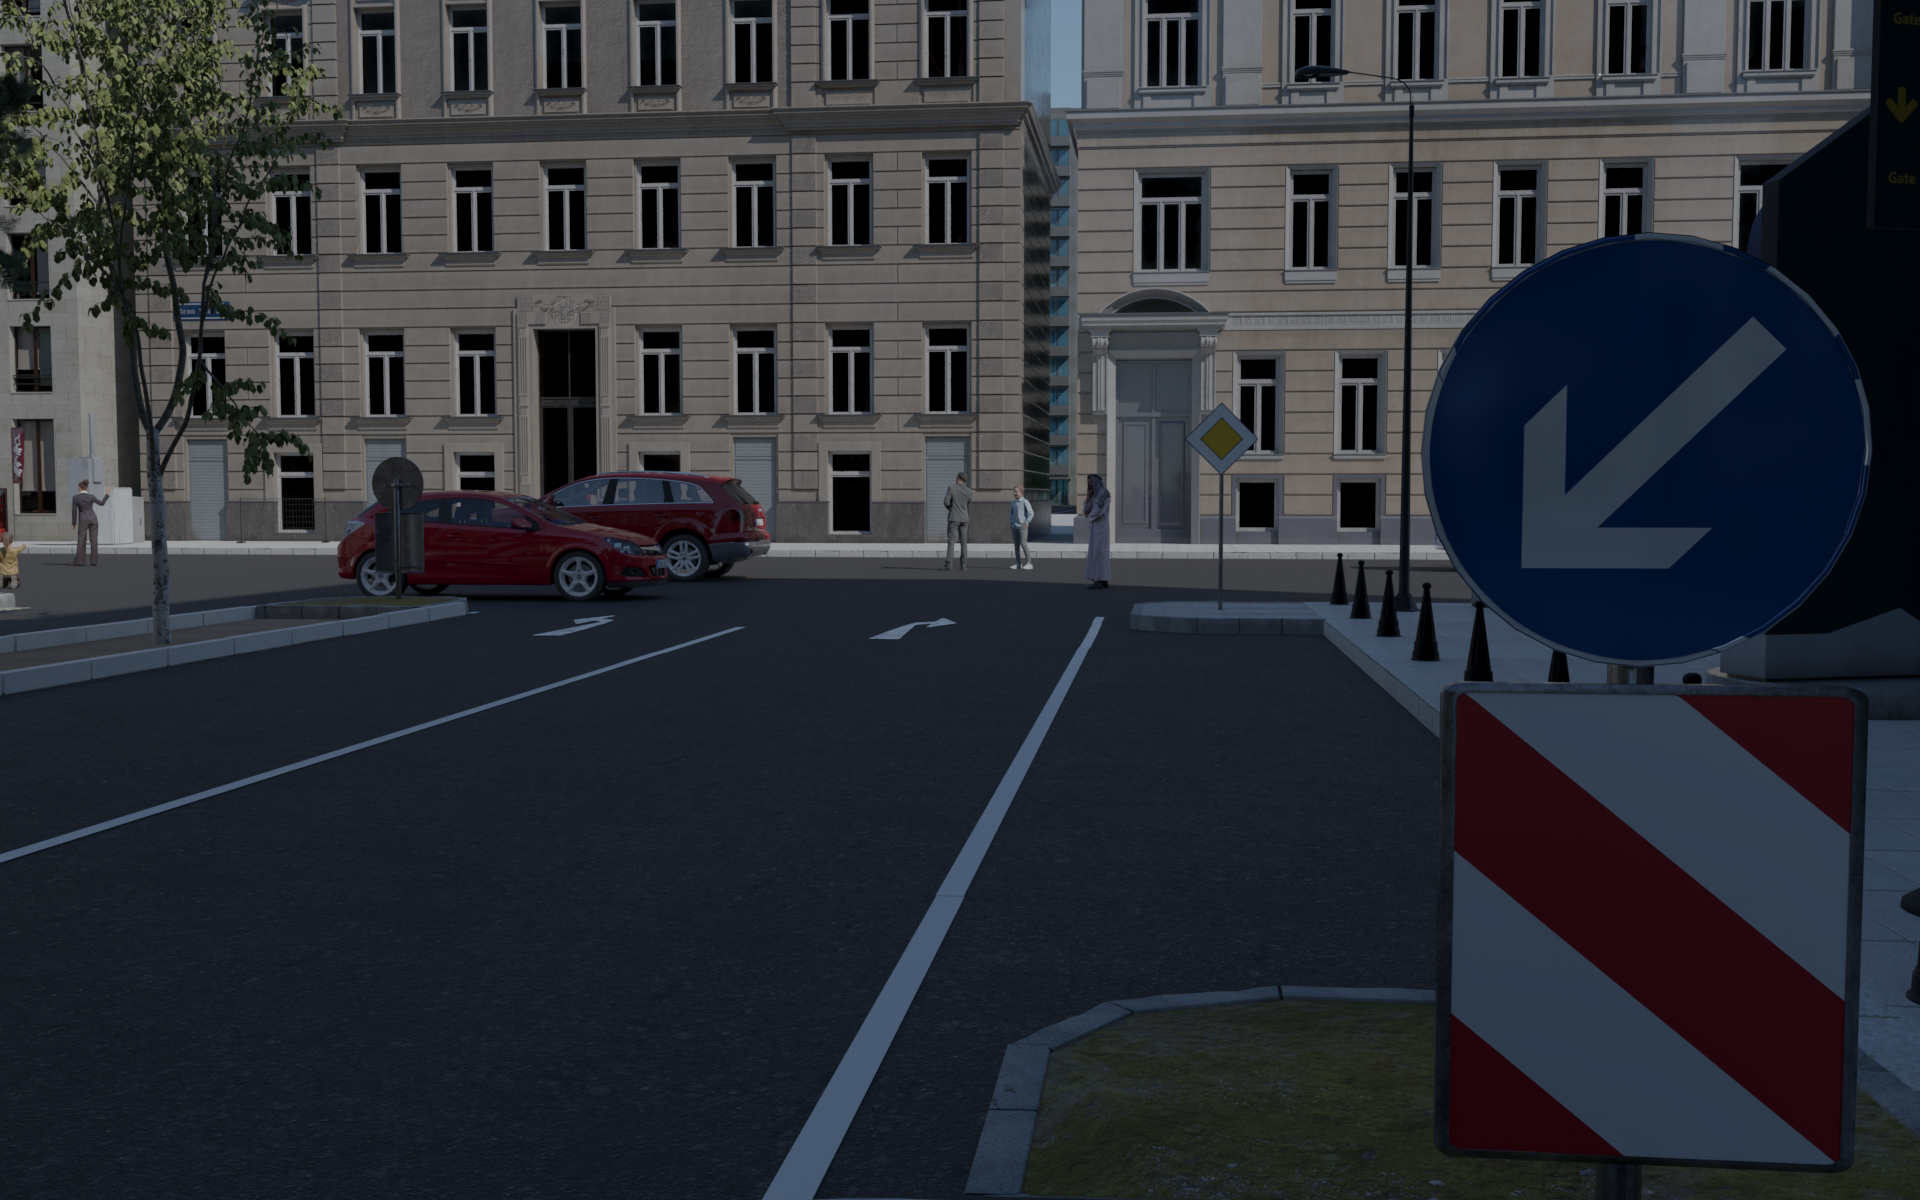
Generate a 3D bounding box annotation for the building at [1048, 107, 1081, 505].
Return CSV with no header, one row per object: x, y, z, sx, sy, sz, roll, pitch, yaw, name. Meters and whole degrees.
6.094,-36.394,214.646,30.456,49.044,23.786,0,4,7,building

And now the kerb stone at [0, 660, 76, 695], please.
-6.827,0.570,12.876,0.120,0.150,1.000,0,4,7,kerb stone

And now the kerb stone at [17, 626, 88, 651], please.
-8.544,0.367,16.194,0.120,0.150,1.000,0,4,7,kerb stone

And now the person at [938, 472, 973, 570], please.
-0.096,-1.488,32.630,0.655,1.846,0.447,-2,4,-28,person

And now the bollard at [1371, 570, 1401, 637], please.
3.864,0.027,15.605,0.229,0.601,0.229,0,3,0,bollard

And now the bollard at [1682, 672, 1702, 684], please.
2.790,0.576,6.616,0.229,0.601,0.229,0,3,0,bollard

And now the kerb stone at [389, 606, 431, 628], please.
-6.099,0.195,19.005,0.120,0.150,1.000,0,4,7,kerb stone

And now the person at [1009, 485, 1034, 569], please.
1.139,-1.400,33.201,0.330,1.601,0.589,-3,4,-37,person

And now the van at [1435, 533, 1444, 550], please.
10.994,-1.541,32.202,4.112,2.044,2.013,0,4,5,van

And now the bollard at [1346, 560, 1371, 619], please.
4.135,-0.111,17.855,0.229,0.601,0.229,0,3,0,bollard

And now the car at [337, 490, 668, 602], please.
-6.273,-0.912,23.955,4.494,1.783,2.155,0,4,6,car

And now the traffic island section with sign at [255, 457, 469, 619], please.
-6.950,-0.763,20.607,2.006,1.907,1.989,0,4,7,traffic island section with sign

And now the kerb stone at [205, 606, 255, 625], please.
-8.180,0.180,19.245,0.120,0.150,1.000,0,4,7,kerb stone

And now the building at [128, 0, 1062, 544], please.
-9.773,-15.504,50.753,25.104,27.353,12.463,0,4,7,building

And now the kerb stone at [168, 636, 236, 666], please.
-6.583,0.448,14.922,0.120,0.150,1.000,0,4,7,kerb stone

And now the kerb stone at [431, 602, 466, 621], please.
-5.974,0.133,20.024,0.120,0.150,1.000,0,4,7,kerb stone

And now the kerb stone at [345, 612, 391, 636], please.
-6.217,0.266,17.980,0.120,0.150,1.000,0,4,7,kerb stone

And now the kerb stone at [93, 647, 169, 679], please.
-6.708,0.509,13.894,0.120,0.150,1.000,0,4,7,kerb stone

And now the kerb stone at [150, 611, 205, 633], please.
-8.305,0.243,18.229,0.120,0.150,1.000,0,4,7,kerb stone

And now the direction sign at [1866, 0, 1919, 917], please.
3.091,-0.807,5.191,0.876,3.537,0.379,-1,4,-13,direction sign

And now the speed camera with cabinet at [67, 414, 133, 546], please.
-21.506,-2.996,43.326,0.660,3.252,2.038,0,4,2,speed camera with cabinet

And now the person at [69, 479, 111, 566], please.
-17.392,-1.551,34.663,0.445,1.727,0.742,2,4,27,person

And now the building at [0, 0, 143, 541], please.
-31.327,-12.079,52.249,16.860,20.320,10.420,0,4,7,building

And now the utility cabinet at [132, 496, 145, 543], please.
-21.660,-2.091,45.353,0.306,1.237,1.020,-1,4,-8,utility cabinet

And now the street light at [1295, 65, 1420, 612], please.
4.334,-2.835,18.896,1.470,5.913,1.316,0,4,7,street light

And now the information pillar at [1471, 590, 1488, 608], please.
6.018,-0.926,19.632,0.304,2.012,0.304,-1,4,-13,information pillar

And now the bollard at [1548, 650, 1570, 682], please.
3.063,0.439,8.860,0.229,0.601,0.229,0,3,0,bollard

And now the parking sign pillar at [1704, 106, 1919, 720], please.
5.312,-1.342,10.415,1.447,3.967,1.447,-1,4,-13,parking sign pillar

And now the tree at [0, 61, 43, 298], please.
-8.557,-5.237,10.141,6.751,12.117,7.091,0,3,0,tree

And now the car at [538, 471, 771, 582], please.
-5.874,-1.261,29.289,5.304,1.827,2.281,0,4,7,car

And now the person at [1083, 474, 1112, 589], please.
2.077,-1.054,26.397,0.621,1.740,0.551,-3,5,-40,person

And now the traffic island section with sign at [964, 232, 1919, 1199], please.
1.031,0.317,3.441,1.989,1.847,2.006,0,4,7,traffic island section with sign

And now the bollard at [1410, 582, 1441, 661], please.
3.597,0.164,13.361,0.229,0.601,0.229,0,3,0,bollard

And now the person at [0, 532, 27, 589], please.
-14.469,-0.609,26.383,0.347,0.859,0.695,-1,4,-18,person

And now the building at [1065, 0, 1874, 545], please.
13.307,-16.072,48.686,20.117,28.700,13.634,0,4,7,building

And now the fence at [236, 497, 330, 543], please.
-17.796,-2.101,45.547,2.264,1.192,0.480,-1,4,-14,fence

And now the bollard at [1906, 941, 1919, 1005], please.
2.519,0.715,4.357,0.229,0.601,0.229,0,3,0,bollard

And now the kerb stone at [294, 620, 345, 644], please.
-6.344,0.323,16.963,0.120,0.150,1.000,0,4,7,kerb stone

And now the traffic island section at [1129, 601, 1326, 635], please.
2.904,0.189,19.193,2.009,0.180,2.903,0,4,7,traffic island section

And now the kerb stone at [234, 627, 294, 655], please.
-6.463,0.382,15.945,0.120,0.150,1.000,0,4,7,kerb stone

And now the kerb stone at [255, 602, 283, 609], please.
-8.060,0.125,20.264,0.120,0.150,1.000,0,4,7,kerb stone

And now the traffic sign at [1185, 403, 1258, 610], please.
2.880,-0.947,19.118,0.795,2.450,0.064,0,4,7,traffic sign

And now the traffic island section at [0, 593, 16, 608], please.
-13.024,0.073,21.095,2.009,0.180,2.903,0,4,7,traffic island section

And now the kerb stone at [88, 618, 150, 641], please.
-8.424,0.308,17.212,0.120,0.150,1.000,0,4,7,kerb stone

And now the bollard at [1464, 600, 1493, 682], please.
3.328,0.302,11.104,0.229,0.601,0.229,0,3,0,bollard

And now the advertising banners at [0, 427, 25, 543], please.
-25.298,-3.023,45.608,2.074,3.025,0.090,2,4,24,advertising banners

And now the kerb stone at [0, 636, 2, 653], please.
-8.675,0.434,15.172,0.120,0.150,1.000,0,4,7,kerb stone

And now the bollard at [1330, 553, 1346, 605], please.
4.406,-0.248,20.098,0.229,0.601,0.229,0,3,0,bollard

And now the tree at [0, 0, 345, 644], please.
-7.592,-3.865,16.006,4.737,8.622,4.395,0,3,0,tree
